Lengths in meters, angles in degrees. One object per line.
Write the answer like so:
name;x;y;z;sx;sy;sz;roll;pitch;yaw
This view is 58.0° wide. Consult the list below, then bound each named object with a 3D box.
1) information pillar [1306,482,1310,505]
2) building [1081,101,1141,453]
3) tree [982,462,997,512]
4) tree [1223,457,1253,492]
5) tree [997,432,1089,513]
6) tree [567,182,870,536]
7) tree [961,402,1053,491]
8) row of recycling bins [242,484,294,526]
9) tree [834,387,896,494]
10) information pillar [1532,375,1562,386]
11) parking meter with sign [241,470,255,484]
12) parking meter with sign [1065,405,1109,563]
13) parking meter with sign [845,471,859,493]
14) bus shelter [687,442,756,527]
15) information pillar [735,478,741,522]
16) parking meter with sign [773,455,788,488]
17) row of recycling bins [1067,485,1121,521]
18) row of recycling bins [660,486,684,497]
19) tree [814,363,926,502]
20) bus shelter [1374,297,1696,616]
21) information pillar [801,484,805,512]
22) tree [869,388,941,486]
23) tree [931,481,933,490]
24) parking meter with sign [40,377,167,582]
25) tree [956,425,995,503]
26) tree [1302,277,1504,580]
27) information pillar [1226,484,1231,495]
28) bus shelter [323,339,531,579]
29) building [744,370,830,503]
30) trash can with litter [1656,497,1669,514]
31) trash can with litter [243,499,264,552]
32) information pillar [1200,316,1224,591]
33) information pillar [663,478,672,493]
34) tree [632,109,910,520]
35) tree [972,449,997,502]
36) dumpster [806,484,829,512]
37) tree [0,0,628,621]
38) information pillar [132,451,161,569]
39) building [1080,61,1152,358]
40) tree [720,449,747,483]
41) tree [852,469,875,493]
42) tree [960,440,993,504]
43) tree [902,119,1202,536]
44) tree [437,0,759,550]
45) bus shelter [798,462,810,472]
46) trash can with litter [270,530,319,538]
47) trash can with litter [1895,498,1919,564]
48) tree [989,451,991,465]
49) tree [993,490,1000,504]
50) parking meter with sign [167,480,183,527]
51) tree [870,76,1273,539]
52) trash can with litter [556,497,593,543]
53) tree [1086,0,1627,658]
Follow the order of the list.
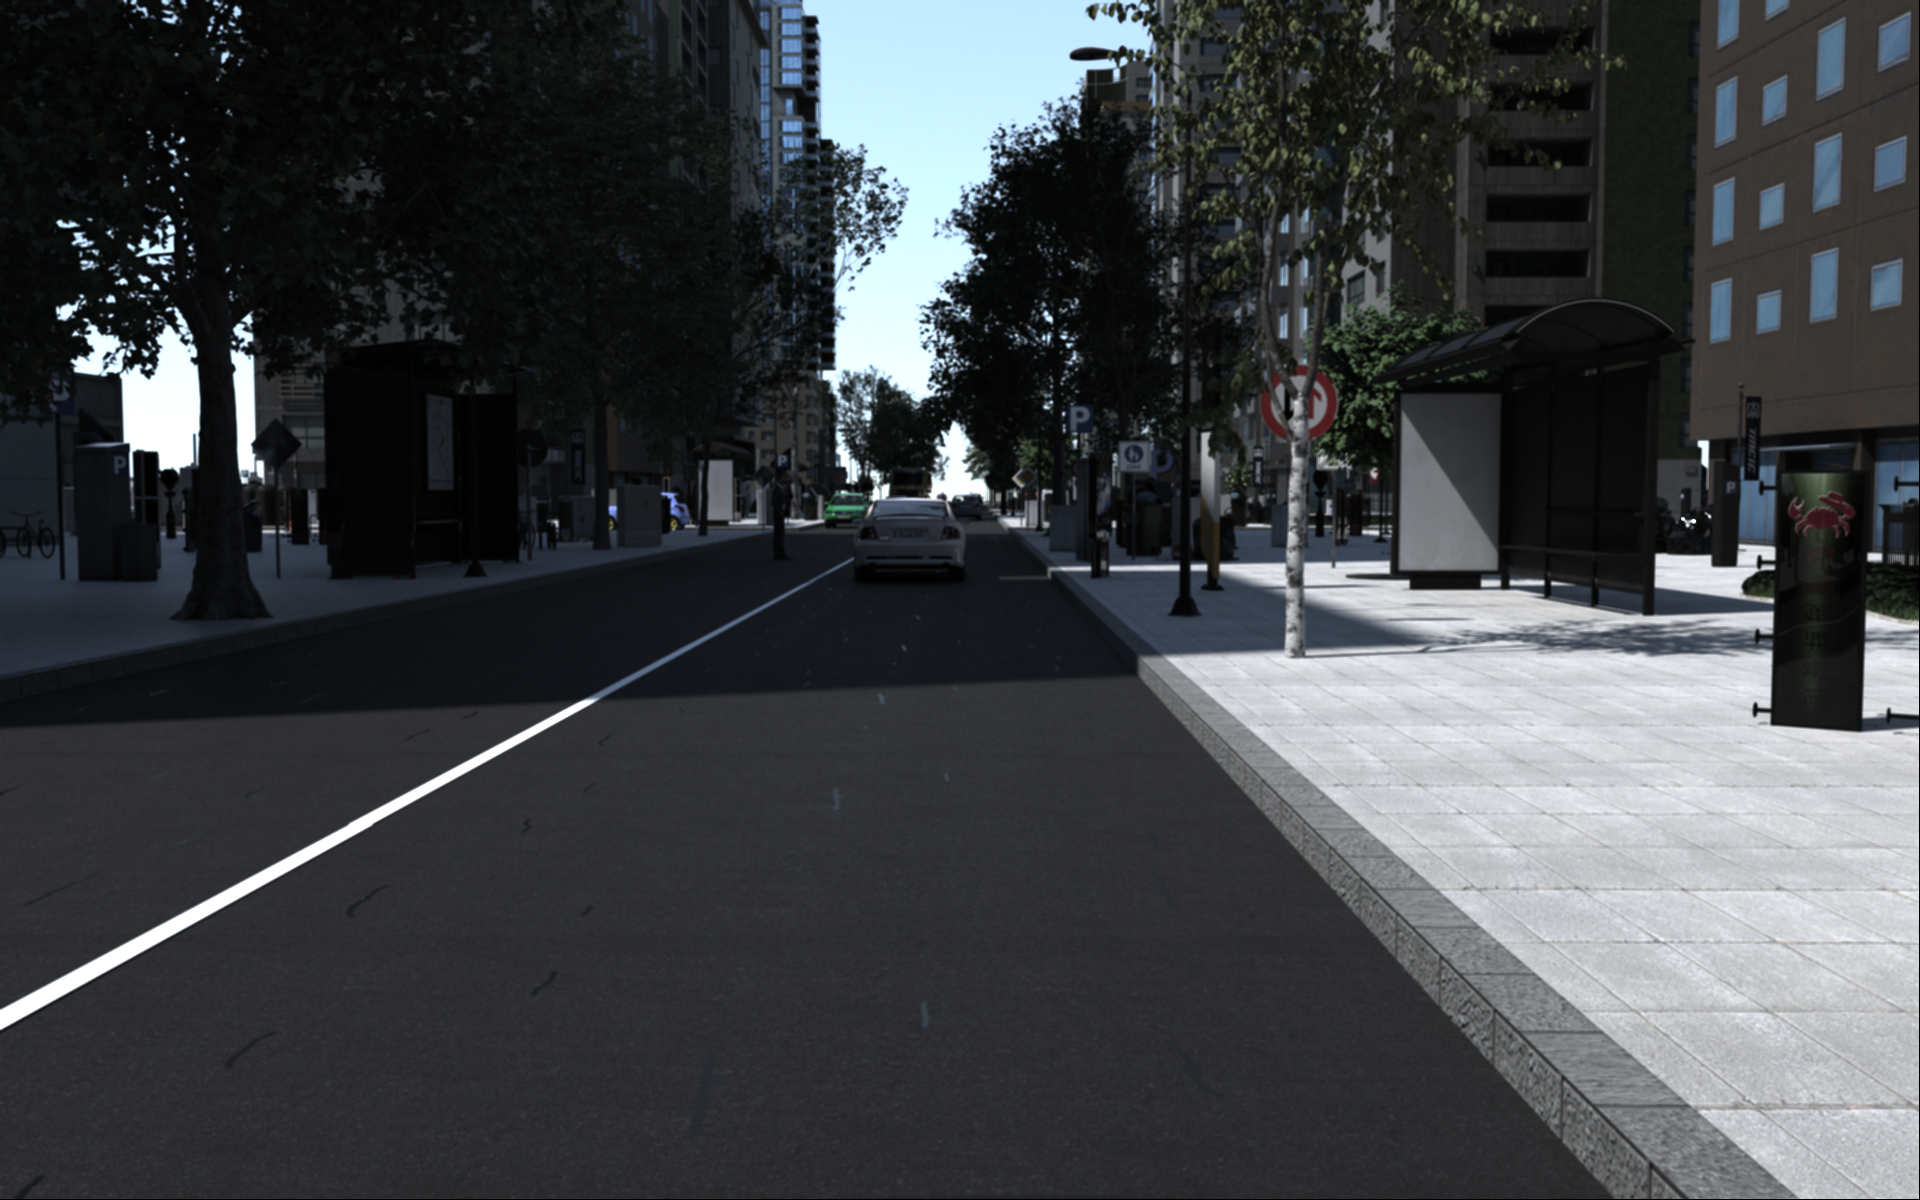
information pillar;21.145;-6.196;105.799;0.304;2.012;0.304;-1;4;-19
building;29.187;-44.315;266.556;21.231;58.520;28.212;0;4;0
tree;4.290;-8.318;119.707;4.285;4.588;4.351;0;3;0
tree;14.095;-5.694;87.703;1.663;3.219;1.824;0;3;0
tree;3.986;-5.606;75.364;4.285;4.588;4.351;0;3;0
tree;-7.842;-7.226;52.557;8.767;10.594;7.601;-1;4;-14
tree;4.634;-15.279;160.188;12.009;13.543;11.850;0;3;0
row of recycling bins;-28.111;-3.833;69.775;3.534;1.692;1.069;2;4;30
tree;-6.701;-10.232;117.655;4.360;8.622;3.978;0;3;0
information pillar;9.928;-2.323;29.328;0.504;3.616;0.183;1;4;18
parking meter with sign;-56.086;-8.594;136.764;0.543;3.016;1.738;-3;5;-45
parking meter with sign;2.477;-2.253;33.101;0.543;3.016;1.738;-1;4;-11
parking meter with sign;-8.118;-8.364;133.015;1.738;3.016;0.543;2;4;32
bus shelter;-9.594;-4.670;70.270;2.014;3.302;5.546;0;4;0
information pillar;-10.230;-4.578;79.346;0.304;2.012;0.304;-3;4;-38
parking meter with sign;-8.079;-4.960;77.361;0.543;3.016;1.738;-1;4;-16
row of recycling bins;6.331;-4.647;83.097;3.534;1.692;1.069;-3;4;-37
row of recycling bins;-16.211;-5.103;90.541;3.534;1.692;1.069;0;4;-5
tree;-7.539;-13.036;138.898;9.928;11.665;9.643;0;3;0
bus shelter;6.563;-1.633;20.621;2.014;3.302;5.546;0;4;0
information pillar;-10.995;-7.157;121.502;0.304;2.012;0.304;0;4;-2
tree;-6.606;-18.202;204.260;9.857;13.997;8.962;0;3;0
tree;-6.194;-18.992;294.233;4.285;4.588;4.351;0;3;0
parking meter with sign;-12.705;-1.798;25.653;1.738;3.016;0.543;1;4;20
tree;4.626;-23.750;244.199;12.611;20.169;13.585;0;3;0
tree;6.579;-2.608;26.350;4.285;4.588;4.351;0;3;0
information pillar;18.254;-6.914;117.529;0.304;2.012;0.304;-2;4;-28
bus shelter;-8.741;-2.318;29.178;1.731;3.624;6.357;0;4;1
building;-34.230;-25.173;256.620;27.650;21.520;28.899;0;4;0
trash can with litter;23.901;-2.904;58.871;0.624;1.170;1.055;0;4;4
trash can with litter;-15.923;-1.641;38.212;1.055;1.170;0.624;-1;4;-10
information pillar;3.354;-1.944;23.135;0.183;3.616;0.504;-1;4;-14
information pillar;-13.027;-4.450;77.256;0.304;2.012;0.304;1;4;18
tree;-9.655;-14.131;86.923;12.611;20.169;13.585;0;3;0
tree;5.687;-21.614;279.141;9.928;11.665;9.643;0;3;0
dumpster;-7.982;-5.562;96.692;1.264;1.857;1.865;0;4;0
tree;-7.767;-6.164;17.791;9.611;12.733;9.660;0;3;0
information pillar;-13.970;-1.545;29.757;0.304;2.012;0.304;2;4;35
building;28.828;-52.162;291.104;20.563;71.187;20.611;0;4;0
tree;-17.142;-8.666;125.396;4.285;4.588;4.351;0;3;0
tree;-7.421;-8.284;130.040;1.663;3.219;1.824;0;3;0
tree;3.942;-18.969;228.265;7.486;12.596;7.792;0;3;0
tree;2.920;-8.287;52.498;9.611;12.733;9.660;0;3;0
tree;-8.697;-7.442;39.801;7.486;12.596;7.792;0;3;0
bus shelter;-10.388;-6.817;105.374;2.014;3.302;5.546;0;4;1
trash can with litter;-19.685;-2.484;51.672;1.678;1.210;2.233;-1;4;-21
trash can with litter;15.892;-1.090;28.883;1.678;1.210;2.233;1;4;15
tree;4.936;-15.194;198.783;4.360;8.622;3.978;0;3;0
tree;4.820;-14.633;233.842;1.663;3.219;1.824;0;3;0
parking meter with sign;-31.163;-4.368;67.685;1.738;3.016;0.543;0;4;-3
tree;3.608;-6.396;38.984;7.601;10.594;8.767;2;4;30
trash can with litter;-10.305;-2.183;46.754;1.678;1.210;2.233;2;4;27
tree;2.802;-3.861;13.498;4.737;8.622;4.395;0;3;0
